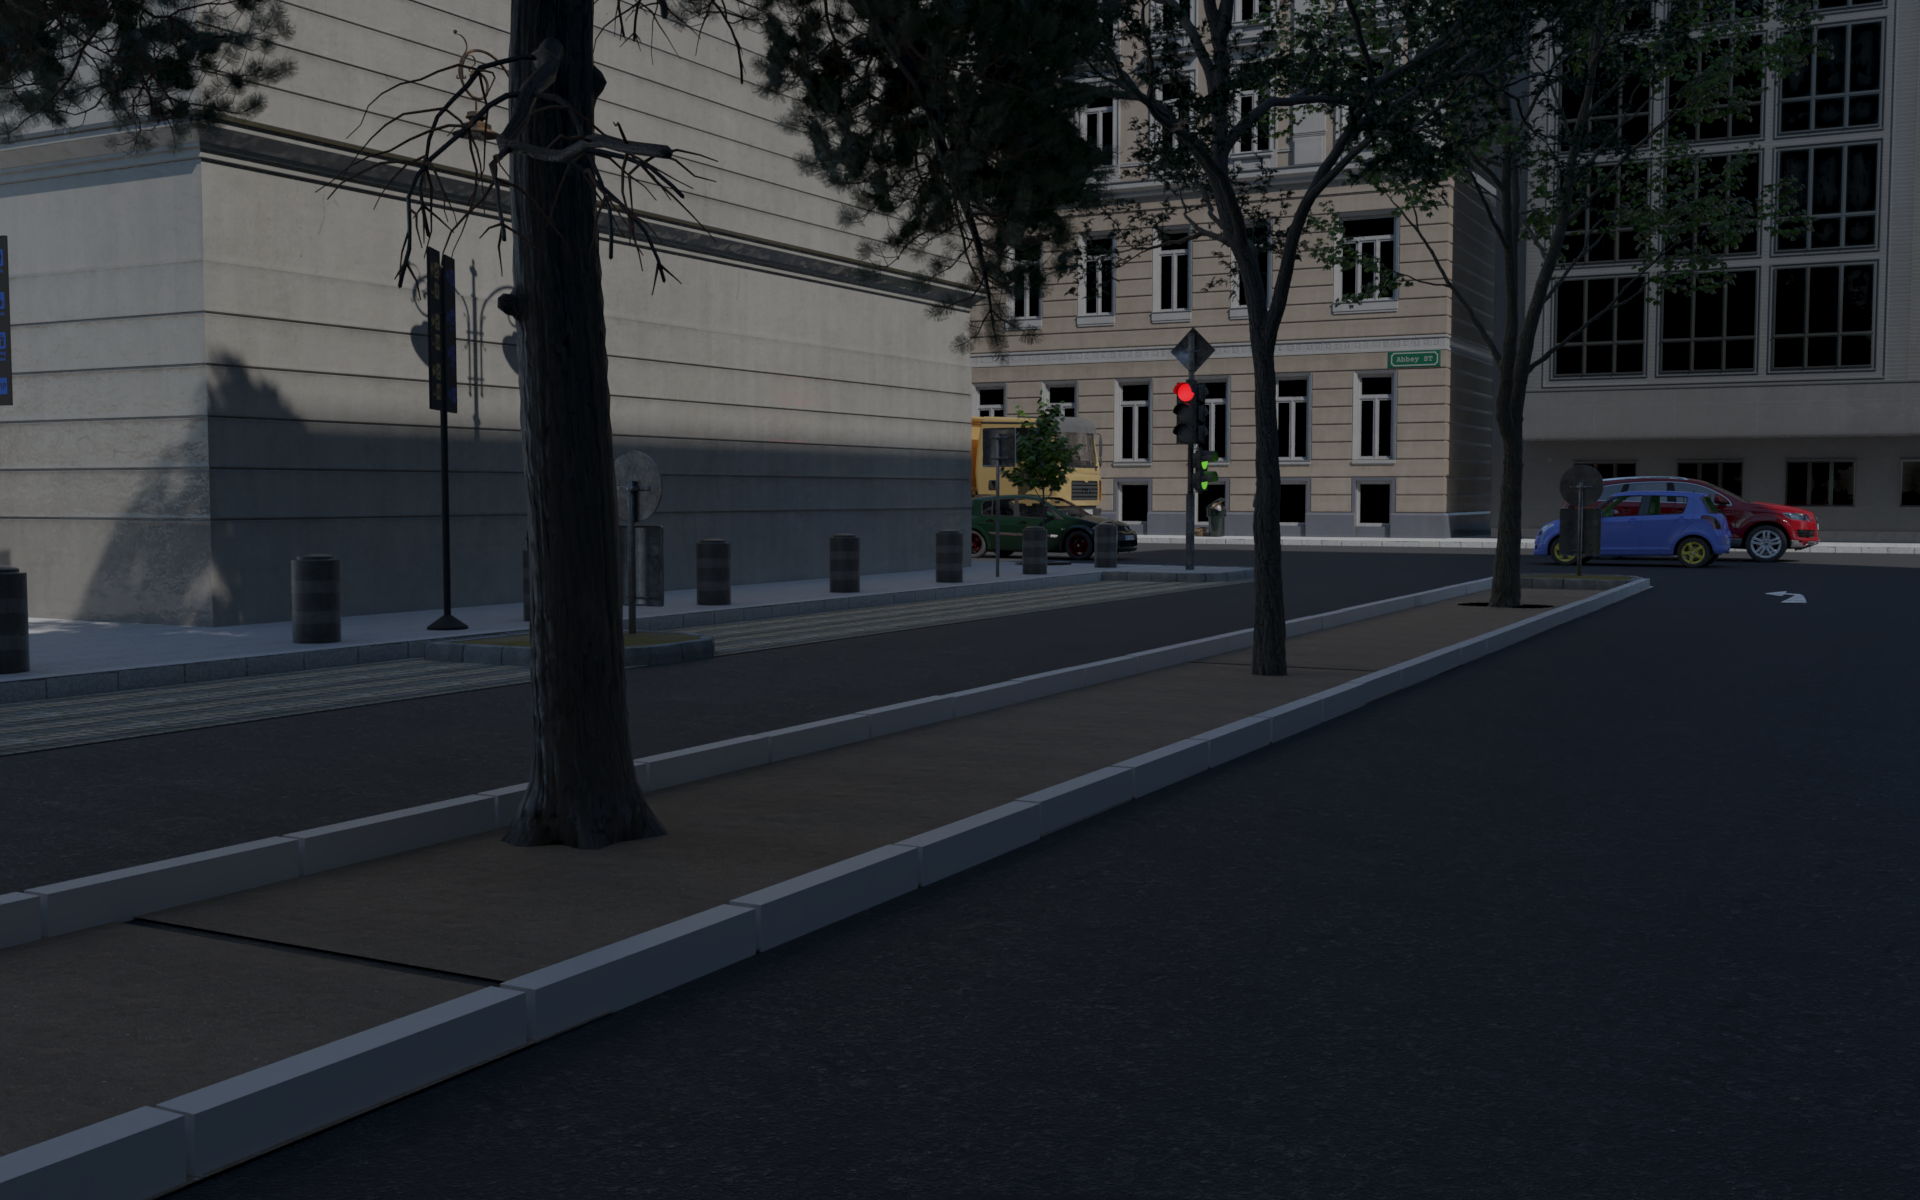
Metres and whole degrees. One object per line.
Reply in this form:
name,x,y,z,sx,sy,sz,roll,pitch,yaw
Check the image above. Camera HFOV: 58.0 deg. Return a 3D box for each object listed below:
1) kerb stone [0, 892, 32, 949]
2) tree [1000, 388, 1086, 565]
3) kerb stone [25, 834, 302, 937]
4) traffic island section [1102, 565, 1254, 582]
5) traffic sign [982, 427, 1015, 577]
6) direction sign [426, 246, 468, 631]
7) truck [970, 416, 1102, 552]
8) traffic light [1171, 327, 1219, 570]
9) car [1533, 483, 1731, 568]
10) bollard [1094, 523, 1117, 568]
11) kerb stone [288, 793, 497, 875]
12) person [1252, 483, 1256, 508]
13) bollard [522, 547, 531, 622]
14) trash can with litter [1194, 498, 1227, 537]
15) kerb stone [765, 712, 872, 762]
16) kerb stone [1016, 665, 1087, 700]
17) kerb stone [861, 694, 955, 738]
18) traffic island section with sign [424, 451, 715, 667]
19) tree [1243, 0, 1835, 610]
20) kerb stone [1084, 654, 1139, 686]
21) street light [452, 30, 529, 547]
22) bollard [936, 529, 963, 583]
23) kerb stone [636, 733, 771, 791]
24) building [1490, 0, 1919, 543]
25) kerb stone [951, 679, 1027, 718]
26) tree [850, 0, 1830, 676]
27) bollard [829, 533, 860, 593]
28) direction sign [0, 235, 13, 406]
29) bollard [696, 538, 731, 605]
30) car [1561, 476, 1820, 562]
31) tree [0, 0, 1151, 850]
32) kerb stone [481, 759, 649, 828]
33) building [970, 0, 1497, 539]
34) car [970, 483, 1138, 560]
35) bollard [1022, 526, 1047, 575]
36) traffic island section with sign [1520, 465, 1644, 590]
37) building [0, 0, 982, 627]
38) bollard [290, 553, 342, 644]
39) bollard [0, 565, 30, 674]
kerb stone,-3.224,1.044,5.119,0.120,0.150,1.000,2,4,28
tree,1.530,-2.267,31.664,1.663,3.219,1.824,0,3,0
kerb stone,-2.743,0.989,6.023,0.120,0.150,1.000,2,4,28
traffic island section,3.879,-0.434,29.373,2.009,0.180,2.903,2,4,28
traffic sign,0.585,-1.505,26.728,0.606,2.300,0.079,2,4,35
direction sign,-4.867,-1.489,16.347,0.379,3.537,0.876,0,4,-2
truck,-0.389,-2.986,44.747,9.791,3.379,3.469,2,4,29
traffic light,3.909,-2.465,29.221,0.839,4.253,0.868,2,4,28
car,13.492,-1.544,34.831,3.694,1.707,1.945,2,4,30
bollard,2.549,-0.952,30.288,0.404,0.777,0.398,0,3,0
kerb stone,-2.260,0.934,6.927,0.120,0.150,1.000,2,4,28
person,7.645,-2.131,43.682,0.374,1.781,0.599,-1,4,-21
bollard,-4.224,-0.173,17.547,0.404,0.777,0.398,0,3,0
trash can with litter,7.456,-2.480,51.929,1.055,1.170,0.624,3,4,36
kerb stone,-0.816,0.770,9.656,0.120,0.150,1.000,2,4,28
kerb stone,0.631,0.602,12.376,0.120,0.150,1.000,2,4,28
kerb stone,-0.335,0.712,10.561,0.120,0.150,1.000,2,4,28
traffic island section with sign,-3.256,-0.402,15.203,1.989,1.847,2.006,2,4,28
tree,6.930,-5.697,21.360,9.928,11.665,9.643,0,3,0
kerb stone,1.112,0.549,13.284,0.120,0.150,1.000,2,4,28
street light,-4.426,-2.752,17.787,0.468,5.910,1.993,2,4,28
bollard,-0.155,-0.641,25.197,0.404,0.777,0.398,0,3,0
kerb stone,-1.300,0.822,8.753,0.120,0.150,1.000,2,4,28
building,30.997,-13.941,46.998,30.058,24.678,14.314,2,4,28
kerb stone,0.154,0.662,11.468,0.120,0.150,1.000,2,4,28
tree,2.628,-4.696,13.654,8.767,10.594,7.601,2,4,28
bollard,-1.508,-0.485,22.653,0.404,0.777,0.398,0,3,0
direction sign,-8.736,-1.433,15.431,0.876,3.537,0.379,2,4,25
bollard,-2.861,-0.330,20.108,0.404,0.777,0.398,0,3,0
car,15.846,-1.784,37.845,5.304,1.827,2.281,2,4,27
tree,-1.650,-5.040,6.918,6.751,12.117,7.091,0,3,0
kerb stone,-1.783,0.878,7.839,0.120,0.150,1.000,2,4,28
building,8.286,-16.700,58.957,20.117,28.700,13.634,2,4,28
car,1.880,-1.771,38.740,4.222,1.686,2.009,2,4,28
bollard,1.199,-0.797,27.742,0.404,0.777,0.398,0,3,0
traffic island section with sign,9.460,-1.135,26.689,2.006,1.907,1.989,2,4,28
building,-22.426,-15.677,32.732,44.131,29.872,17.030,2,4,28
bollard,-5.578,-0.017,15.003,0.404,0.777,0.398,0,3,0
bollard,-6.927,0.138,12.456,0.404,0.777,0.398,0,3,0
